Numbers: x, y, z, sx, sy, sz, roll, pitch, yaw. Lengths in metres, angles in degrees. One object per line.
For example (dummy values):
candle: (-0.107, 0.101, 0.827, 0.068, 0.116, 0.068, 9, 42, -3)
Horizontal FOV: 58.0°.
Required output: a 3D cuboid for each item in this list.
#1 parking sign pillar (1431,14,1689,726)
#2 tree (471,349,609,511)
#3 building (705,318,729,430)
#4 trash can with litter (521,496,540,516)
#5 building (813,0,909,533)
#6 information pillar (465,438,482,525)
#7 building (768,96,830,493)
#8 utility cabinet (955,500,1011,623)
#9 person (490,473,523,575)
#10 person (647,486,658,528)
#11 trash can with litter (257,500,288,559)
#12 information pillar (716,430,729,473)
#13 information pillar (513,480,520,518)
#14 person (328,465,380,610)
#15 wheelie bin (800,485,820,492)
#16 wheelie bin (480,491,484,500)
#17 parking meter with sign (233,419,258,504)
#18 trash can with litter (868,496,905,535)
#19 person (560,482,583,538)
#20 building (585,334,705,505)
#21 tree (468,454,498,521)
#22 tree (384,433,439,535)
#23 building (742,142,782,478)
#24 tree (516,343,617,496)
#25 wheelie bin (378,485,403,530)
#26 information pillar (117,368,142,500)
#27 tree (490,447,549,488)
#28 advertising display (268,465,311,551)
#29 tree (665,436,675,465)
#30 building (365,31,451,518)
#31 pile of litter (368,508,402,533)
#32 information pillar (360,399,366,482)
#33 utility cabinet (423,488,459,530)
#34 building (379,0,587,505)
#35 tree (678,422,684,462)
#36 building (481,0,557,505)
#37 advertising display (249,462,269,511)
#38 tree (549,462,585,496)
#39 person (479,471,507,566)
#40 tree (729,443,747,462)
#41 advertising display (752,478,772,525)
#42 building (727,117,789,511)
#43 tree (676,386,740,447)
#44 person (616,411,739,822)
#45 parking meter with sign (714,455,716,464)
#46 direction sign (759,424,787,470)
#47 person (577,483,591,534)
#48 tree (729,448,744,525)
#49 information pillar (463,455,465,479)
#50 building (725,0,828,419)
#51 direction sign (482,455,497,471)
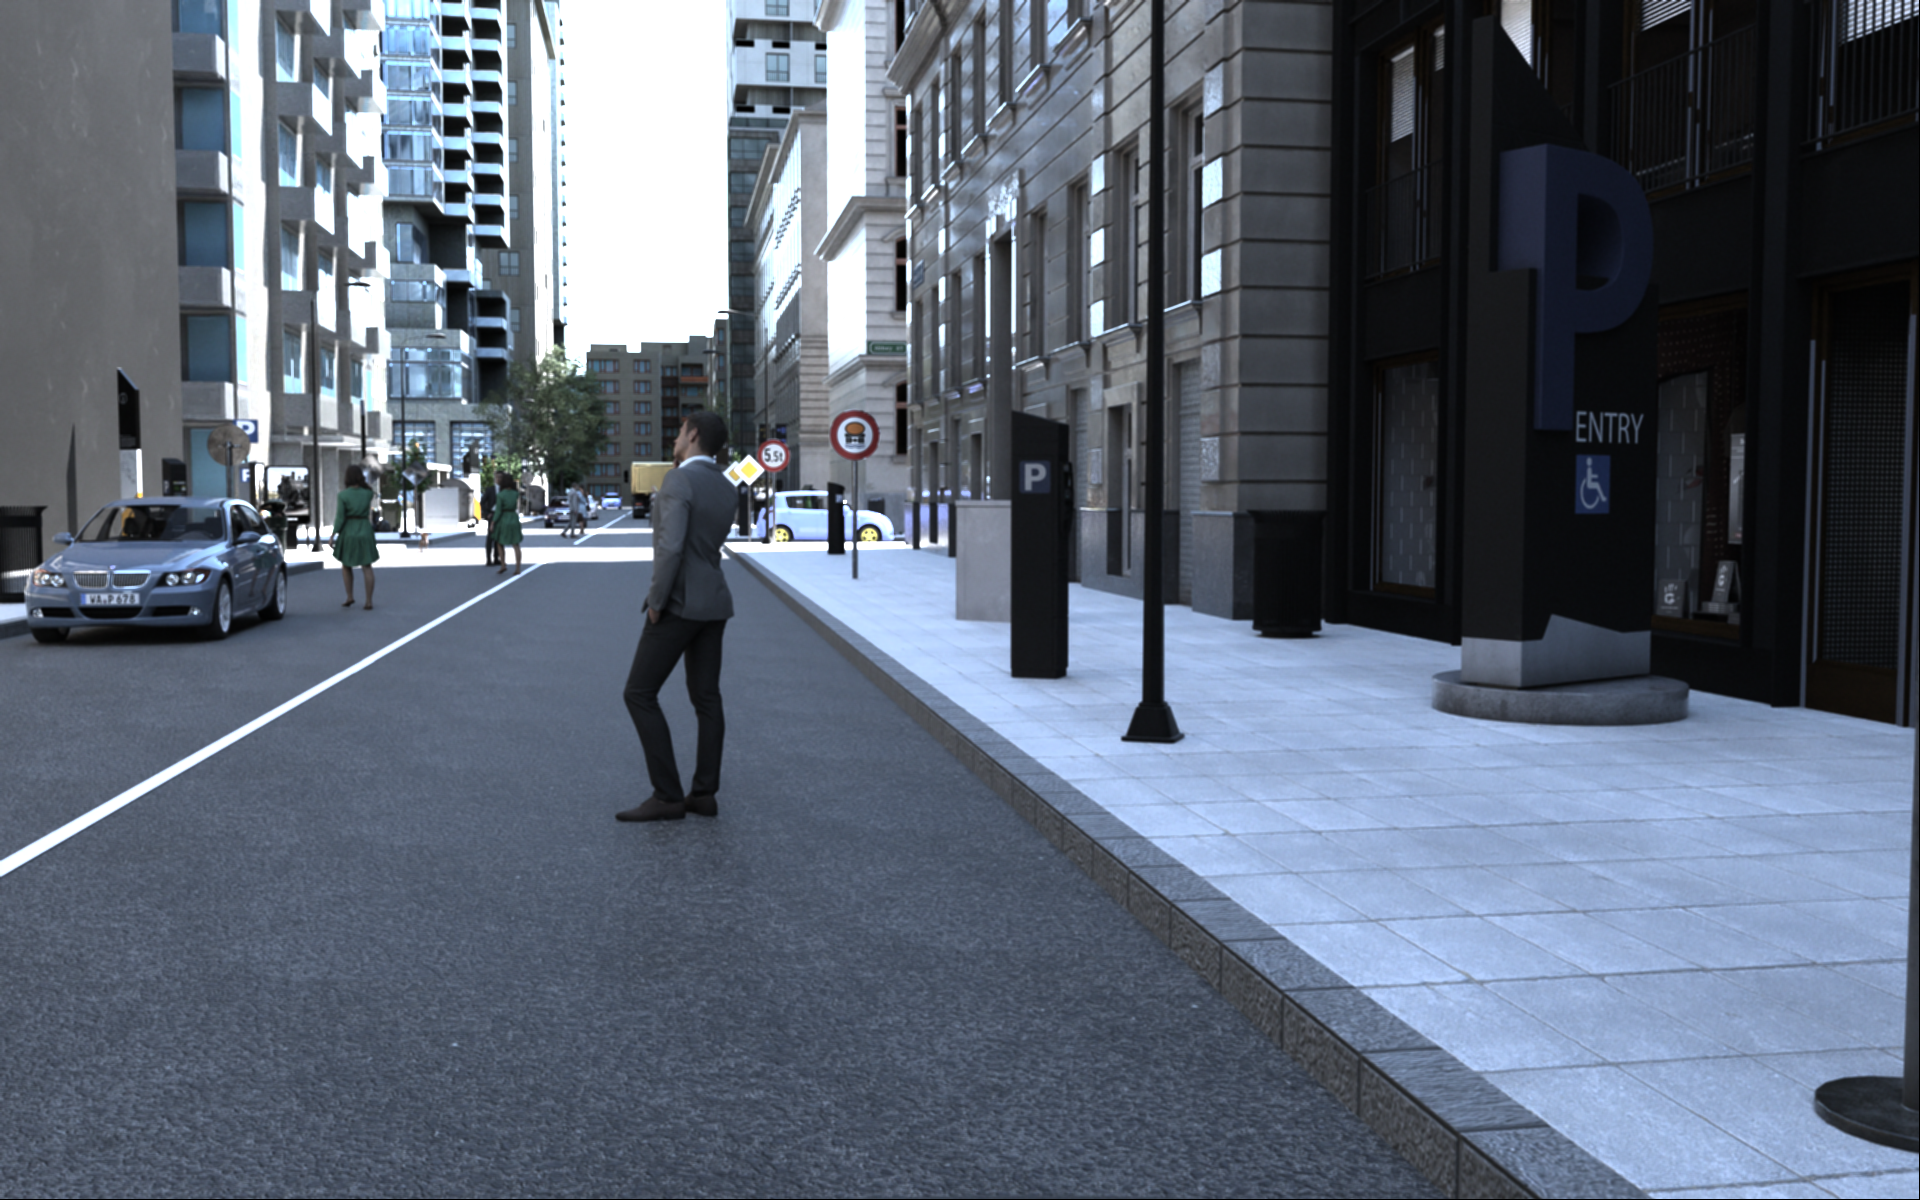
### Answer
parking sign pillar: (3.549, -1.327, 10.174, 1.447, 3.967, 1.447, -3, 4, -37)
tree: (-26.843, -10.823, 111.361, 8.767, 10.594, 7.601, -2, 4, -25)
building: (-12.835, -20.894, 186.648, 27.650, 21.520, 28.899, -1, 4, -10)
trash can with litter: (-24.767, -5.412, 99.871, 1.055, 1.170, 0.624, 0, 4, 4)
building: (6.776, -16.880, 63.377, 23.554, 28.519, 14.401, -1, 4, -10)
information pillar: (-20.065, -4.910, 71.627, 0.183, 3.616, 0.504, 3, 4, 36)
building: (-4.223, -14.609, 88.003, 9.793, 20.994, 18.267, -1, 4, -10)
utility cabinet: (0.453, -0.385, 17.458, 1.020, 1.237, 0.306, 2, 4, 35)
person: (-8.001, -1.341, 30.668, 0.529, 1.795, 0.600, 3, 4, 36)
person: (-13.071, -3.999, 74.065, 0.537, 1.800, 0.526, 2, 4, 30)
trash can with litter: (-13.618, -1.382, 33.978, 0.624, 1.170, 1.055, -3, 5, -42)
information pillar: (-8.664, -4.398, 63.254, 0.504, 3.616, 0.183, 0, 4, 0)
information pillar: (-23.693, -5.377, 92.412, 0.304, 2.012, 0.304, 0, 4, 0)
person: (-7.511, -0.782, 21.538, 0.529, 1.795, 0.600, 3, 5, 42)
wheelie bin: (-5.051, -3.039, 57.603, 0.693, 1.594, 0.980, -2, 4, -28)
wheelie bin: (-26.258, -5.290, 94.407, 0.980, 1.594, 0.693, 3, 5, 45)
parking meter with sign: (-16.376, -2.661, 39.767, 0.543, 3.016, 1.738, -1, 4, -22)
trash can with litter: (-2.230, -2.638, 54.193, 2.233, 1.210, 1.678, 0, 4, -1)
person: (-12.603, -2.929, 56.503, 0.853, 1.813, 0.709, -3, 4, -38)
building: (-33.224, -23.238, 224.976, 28.899, 21.520, 27.650, -1, 4, -10)
tree: (-22.473, -5.378, 82.539, 1.663, 3.219, 1.824, 0, 3, 0)
tree: (-17.149, -3.678, 54.730, 1.663, 3.219, 1.824, 0, 3, 0)
building: (-5.283, -17.072, 112.413, 16.112, 22.955, 30.059, -1, 4, -10)
tree: (-29.616, -12.978, 130.316, 7.486, 12.596, 7.792, 0, 3, 0)
wheelie bin: (-20.540, -3.341, 62.534, 0.980, 1.594, 0.693, 0, 4, -1)
information pillar: (-15.449, -2.501, 32.240, 0.504, 3.616, 0.183, 2, 4, 26)
tree: (-31.038, -8.291, 119.266, 4.285, 4.588, 4.351, 0, 3, 0)
advertising display: (-15.260, -2.086, 39.326, 0.974, 1.923, 0.123, -3, 4, -38)
tree: (-31.104, -14.972, 195.158, 4.737, 8.622, 4.395, 0, 3, 0)
building: (-46.315, -24.815, 97.614, 32.217, 40.220, 23.993, -1, 4, -10)
pile of litter: (-19.532, -2.681, 57.796, 1.719, 0.858, 1.176, 1, 4, 14)
information pillar: (-14.717, -3.144, 42.753, 0.183, 3.616, 0.504, -1, 4, -22)
utility cabinet: (-18.166, -3.175, 60.591, 1.173, 1.500, 0.318, -2, 4, -33)
building: (-62.442, -55.261, 216.186, 31.000, 86.520, 22.319, -1, 4, -10)
tree: (-25.820, -13.264, 167.226, 4.360, 8.622, 3.978, 0, 3, 0)
building: (-56.106, -36.025, 178.244, 27.495, 52.752, 28.713, -1, 4, -10)
advertising display: (-14.260, -1.833, 35.177, 0.123, 1.923, 0.974, -1, 4, -12)
tree: (-33.060, -9.842, 144.628, 4.285, 4.588, 4.351, 0, 3, 0)
person: (-9.271, -1.646, 34.773, 0.474, 1.900, 0.648, 3, 5, 40)
tree: (-13.103, -6.836, 95.480, 4.285, 4.588, 4.351, 0, 3, 0)
advertising display: (-8.021, -4.019, 70.930, 0.974, 1.923, 0.123, -1, 4, -22)
building: (-11.337, -22.341, 136.971, 14.160, 30.474, 14.107, -1, 4, -10)
tree: (-16.792, -10.204, 117.190, 4.737, 8.622, 4.395, 0, 3, 0)
person: (-1.246, 0.059, 7.709, 0.473, 1.802, 0.592, 3, 4, 39)
parking meter with sign: (-10.747, -4.874, 75.953, 0.543, 3.016, 1.738, 0, 4, -7)
direction sign: (-6.037, -3.912, 55.952, 0.876, 3.537, 0.379, 0, 4, -6)
person: (-13.518, -3.272, 62.092, 0.616, 1.811, 0.778, -2, 4, -26)
tree: (-9.463, -4.785, 72.837, 1.663, 3.219, 1.824, 0, 3, 0)
information pillar: (-25.584, -6.038, 90.075, 0.504, 3.616, 0.183, 0, 4, -8)
building: (-7.315, -34.789, 158.044, 28.713, 52.752, 27.495, -1, 4, -10)
direction sign: (-27.478, -6.677, 101.164, 0.876, 3.537, 0.379, 0, 4, 7)
